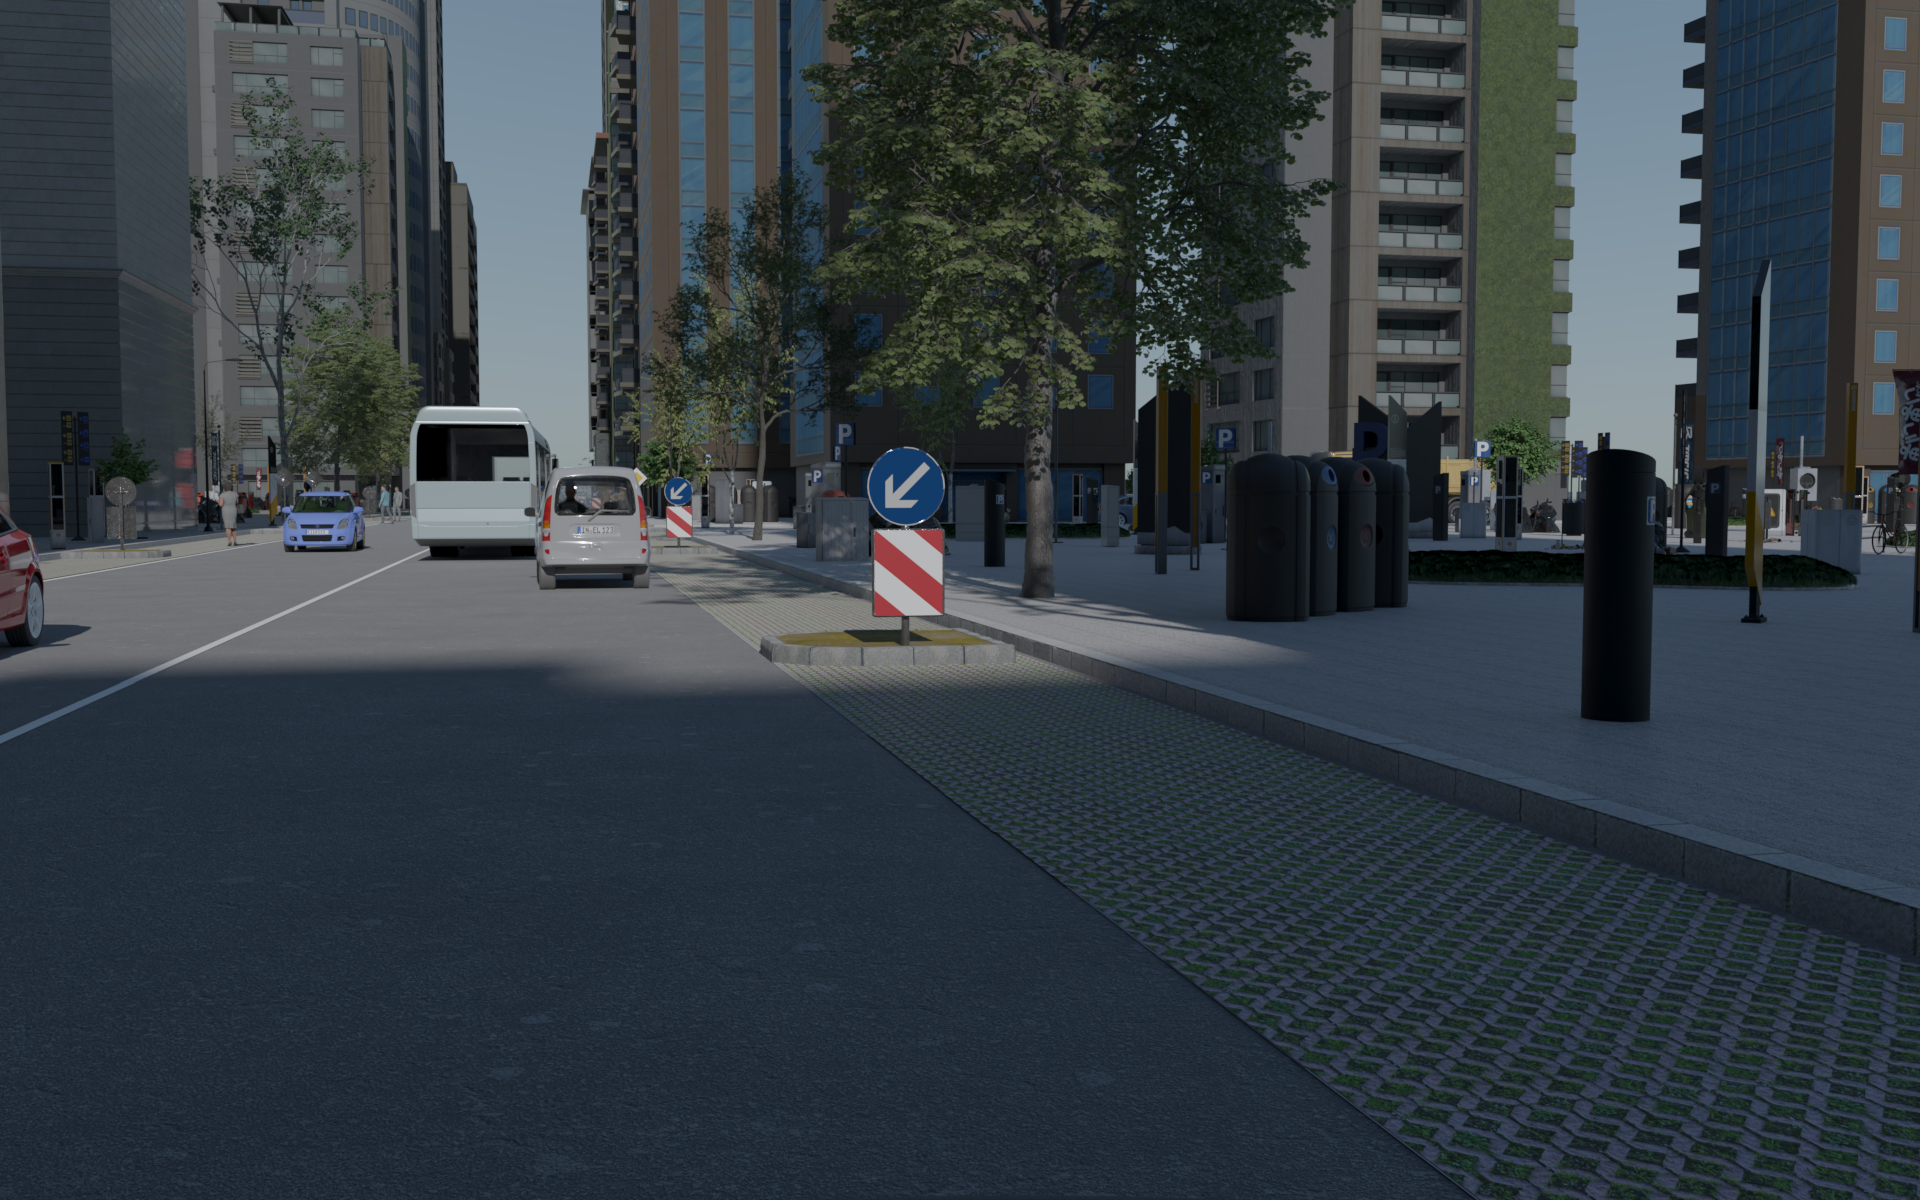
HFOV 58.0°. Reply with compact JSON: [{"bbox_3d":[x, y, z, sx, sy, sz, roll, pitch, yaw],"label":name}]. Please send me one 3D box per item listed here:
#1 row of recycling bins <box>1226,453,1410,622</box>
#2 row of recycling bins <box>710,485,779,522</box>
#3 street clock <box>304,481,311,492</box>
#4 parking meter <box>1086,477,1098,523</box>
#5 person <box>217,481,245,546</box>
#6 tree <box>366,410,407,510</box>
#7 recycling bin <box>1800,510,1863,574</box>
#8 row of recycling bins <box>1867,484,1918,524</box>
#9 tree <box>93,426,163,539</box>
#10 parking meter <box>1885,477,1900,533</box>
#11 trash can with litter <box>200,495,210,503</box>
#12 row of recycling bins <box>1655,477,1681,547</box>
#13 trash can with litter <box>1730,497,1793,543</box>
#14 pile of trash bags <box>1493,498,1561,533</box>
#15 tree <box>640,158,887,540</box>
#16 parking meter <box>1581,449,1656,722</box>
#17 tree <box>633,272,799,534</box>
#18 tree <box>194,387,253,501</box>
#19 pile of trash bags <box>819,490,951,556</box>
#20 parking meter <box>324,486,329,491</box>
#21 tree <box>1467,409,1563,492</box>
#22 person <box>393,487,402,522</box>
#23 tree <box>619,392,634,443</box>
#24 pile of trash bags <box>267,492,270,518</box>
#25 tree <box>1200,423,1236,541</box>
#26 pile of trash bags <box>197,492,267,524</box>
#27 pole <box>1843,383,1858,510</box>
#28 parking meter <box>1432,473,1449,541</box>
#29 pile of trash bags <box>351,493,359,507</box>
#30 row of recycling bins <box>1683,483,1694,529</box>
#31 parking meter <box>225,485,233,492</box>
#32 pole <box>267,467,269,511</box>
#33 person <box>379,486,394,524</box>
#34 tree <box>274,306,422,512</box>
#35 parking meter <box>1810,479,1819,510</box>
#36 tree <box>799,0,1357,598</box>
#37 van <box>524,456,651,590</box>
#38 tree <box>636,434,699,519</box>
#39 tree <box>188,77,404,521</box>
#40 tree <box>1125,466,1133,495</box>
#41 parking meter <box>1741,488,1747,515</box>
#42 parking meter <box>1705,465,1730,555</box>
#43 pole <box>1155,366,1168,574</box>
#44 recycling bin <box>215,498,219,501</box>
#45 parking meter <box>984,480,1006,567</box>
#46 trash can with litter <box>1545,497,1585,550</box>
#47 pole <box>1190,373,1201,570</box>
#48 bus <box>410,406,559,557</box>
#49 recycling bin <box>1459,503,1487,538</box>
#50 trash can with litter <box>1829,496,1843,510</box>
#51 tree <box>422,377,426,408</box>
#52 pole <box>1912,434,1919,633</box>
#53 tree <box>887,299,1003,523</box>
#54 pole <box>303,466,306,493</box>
[{"bbox_3d":[3.883,-0.713,18.769,1.069,1.692,3.534,3,4,36],"label":"row of recycling bins"},{"bbox_3d":[-10.033,-4.389,78.869,3.534,1.692,1.069,0,4,-6],"label":"row of recycling bins"},{"bbox_3d":[-36.151,-5.588,95.938,0.358,2.002,0.471,-3,5,-40],"label":"street clock"},{"bbox_3d":[4.571,-3.311,59.844,0.255,1.863,0.399,-3,4,-36],"label":"parking meter"},{"bbox_3d":[-19.878,-2.347,47.230,0.532,1.782,0.716,3,5,43],"label":"person"},{"bbox_3d":[-45.866,-11.505,138.476,4.737,8.622,4.395,0,3,0],"label":"tree"},{"bbox_3d":[14.082,-0.945,28.005,0.722,1.027,0.722,0,4,7],"label":"recycling bin"},{"bbox_3d":[40.213,-4.101,74.169,3.534,1.692,1.069,2,4,23],"label":"row of recycling bins"},{"bbox_3d":[-23.995,-3.363,49.590,1.663,3.219,1.824,0,3,0],"label":"tree"},{"bbox_3d":[31.140,-3.184,57.776,0.255,1.863,0.399,-1,4,-17],"label":"parking meter"},{"bbox_3d":[-45.767,-5.688,104.055,2.233,1.210,1.678,-1,4,-23],"label":"trash can with litter"},{"bbox_3d":[14.391,-1.818,36.833,1.069,1.692,3.534,1,4,14],"label":"row of recycling bins"},{"bbox_3d":[21.294,-2.147,46.161,1.678,1.210,2.233,2,4,33],"label":"trash can with litter"},{"bbox_3d":[18.983,-2.986,58.576,1.912,1.369,3.447,0,4,3],"label":"pile of trash bags"},{"bbox_3d":[-5.270,-6.926,47.653,7.601,10.594,8.767,-1,4,-9],"label":"tree"},{"bbox_3d":[3.751,-0.089,9.871,0.372,1.533,0.369,0,3,0],"label":"parking meter"},{"bbox_3d":[-7.250,-6.411,55.184,4.737,8.622,4.395,0,3,0],"label":"tree"},{"bbox_3d":[-51.706,-10.397,120.359,4.360,8.622,3.978,0,3,0],"label":"tree"},{"bbox_3d":[-1.746,-1.572,35.449,1.912,1.369,3.447,2,4,32],"label":"pile of trash bags"},{"bbox_3d":[-47.957,-7.683,131.327,0.399,1.863,0.255,-1,4,-10],"label":"parking meter"},{"bbox_3d":[21.389,-5.096,67.026,4.285,4.588,4.351,0,3,0],"label":"tree"},{"bbox_3d":[-29.399,-5.007,90.470,0.635,1.810,0.391,1,4,21],"label":"person"},{"bbox_3d":[-13.548,-8.134,83.359,4.737,8.622,4.395,0,3,0],"label":"tree"},{"bbox_3d":[-38.558,-5.099,93.129,3.447,1.369,1.912,-2,4,-28],"label":"pile of trash bags"},{"bbox_3d":[6.679,-3.226,47.354,1.663,3.219,1.824,0,3,0],"label":"tree"},{"bbox_3d":[-32.660,-4.111,76.962,1.912,1.369,3.447,0,4,4],"label":"pile of trash bags"},{"bbox_3d":[16.352,-2.323,31.827,0.158,3.312,0.155,0,3,0],"label":"pole"},{"bbox_3d":[13.169,-2.554,47.468,0.255,1.863,0.399,-2,4,-33],"label":"parking meter"},{"bbox_3d":[-38.870,-6.087,109.270,1.912,1.369,3.447,0,4,7],"label":"pile of trash bags"},{"bbox_3d":[27.697,-3.563,65.361,1.069,1.692,3.534,3,4,36],"label":"row of recycling bins"},{"bbox_3d":[-45.152,-6.195,107.007,0.255,1.863,0.399,3,5,40],"label":"parking meter"},{"bbox_3d":[-51.678,-8.301,129.569,0.158,3.312,0.155,0,3,0],"label":"pole"},{"bbox_3d":[-27.461,-4.553,82.799,0.748,1.841,0.638,2,4,30],"label":"person"},{"bbox_3d":[-37.378,-11.421,104.868,7.486,12.596,7.792,0,3,0],"label":"tree"},{"bbox_3d":[33.425,-3.797,67.787,0.255,1.863,0.399,2,4,23],"label":"parking meter"},{"bbox_3d":[1.273,-6.322,21.494,7.486,12.596,7.792,0,3,0],"label":"tree"},{"bbox_3d":[-5.864,-1.249,27.430,2.013,2.044,4.112,-1,4,-14],"label":"van"},{"bbox_3d":[-14.950,-6.424,88.744,4.285,4.588,4.351,0,3,0],"label":"tree"},{"bbox_3d":[-32.766,-13.782,81.229,12.611,20.169,13.585,0,3,0],"label":"tree"},{"bbox_3d":[11.995,-7.662,119.868,1.663,3.219,1.824,0,3,0],"label":"tree"},{"bbox_3d":[32.998,-3.930,72.661,0.372,1.533,0.369,0,3,0],"label":"parking meter"},{"bbox_3d":[15.249,-1.786,34.909,0.255,1.863,0.399,-3,5,-41],"label":"parking meter"},{"bbox_3d":[3.220,-2.069,27.676,0.158,3.312,0.155,0,3,0],"label":"pole"},{"bbox_3d":[-53.111,-6.841,124.404,0.722,1.027,0.722,-1,4,-12],"label":"recycling bin"},{"bbox_3d":[0.612,-1.356,30.589,0.372,1.533,0.369,0,3,0],"label":"parking meter"},{"bbox_3d":[14.707,-1.789,40.309,2.233,1.210,1.678,1,4,11],"label":"trash can with litter"},{"bbox_3d":[3.956,-2.154,29.065,0.158,3.312,0.155,0,3,0],"label":"pole"},{"bbox_3d":[-11.564,-2.934,42.836,2.948,3.499,13.247,-1,4,-12],"label":"bus"},{"bbox_3d":[14.977,-2.327,50.597,0.722,1.027,0.722,1,4,12],"label":"recycling bin"},{"bbox_3d":[33.082,-3.375,66.242,2.233,1.210,1.678,0,4,2],"label":"trash can with litter"},{"bbox_3d":[-41.361,-12.545,123.232,7.486,12.596,7.792,0,3,0],"label":"tree"},{"bbox_3d":[8.926,-1.350,15.918,0.158,3.312,0.155,0,3,0],"label":"pole"},{"bbox_3d":[-0.587,-6.908,63.314,4.737,8.622,4.395,0,3,0],"label":"tree"},{"bbox_3d":[-46.663,-7.926,123.432,0.158,3.312,0.155,0,3,0],"label":"pole"}]
